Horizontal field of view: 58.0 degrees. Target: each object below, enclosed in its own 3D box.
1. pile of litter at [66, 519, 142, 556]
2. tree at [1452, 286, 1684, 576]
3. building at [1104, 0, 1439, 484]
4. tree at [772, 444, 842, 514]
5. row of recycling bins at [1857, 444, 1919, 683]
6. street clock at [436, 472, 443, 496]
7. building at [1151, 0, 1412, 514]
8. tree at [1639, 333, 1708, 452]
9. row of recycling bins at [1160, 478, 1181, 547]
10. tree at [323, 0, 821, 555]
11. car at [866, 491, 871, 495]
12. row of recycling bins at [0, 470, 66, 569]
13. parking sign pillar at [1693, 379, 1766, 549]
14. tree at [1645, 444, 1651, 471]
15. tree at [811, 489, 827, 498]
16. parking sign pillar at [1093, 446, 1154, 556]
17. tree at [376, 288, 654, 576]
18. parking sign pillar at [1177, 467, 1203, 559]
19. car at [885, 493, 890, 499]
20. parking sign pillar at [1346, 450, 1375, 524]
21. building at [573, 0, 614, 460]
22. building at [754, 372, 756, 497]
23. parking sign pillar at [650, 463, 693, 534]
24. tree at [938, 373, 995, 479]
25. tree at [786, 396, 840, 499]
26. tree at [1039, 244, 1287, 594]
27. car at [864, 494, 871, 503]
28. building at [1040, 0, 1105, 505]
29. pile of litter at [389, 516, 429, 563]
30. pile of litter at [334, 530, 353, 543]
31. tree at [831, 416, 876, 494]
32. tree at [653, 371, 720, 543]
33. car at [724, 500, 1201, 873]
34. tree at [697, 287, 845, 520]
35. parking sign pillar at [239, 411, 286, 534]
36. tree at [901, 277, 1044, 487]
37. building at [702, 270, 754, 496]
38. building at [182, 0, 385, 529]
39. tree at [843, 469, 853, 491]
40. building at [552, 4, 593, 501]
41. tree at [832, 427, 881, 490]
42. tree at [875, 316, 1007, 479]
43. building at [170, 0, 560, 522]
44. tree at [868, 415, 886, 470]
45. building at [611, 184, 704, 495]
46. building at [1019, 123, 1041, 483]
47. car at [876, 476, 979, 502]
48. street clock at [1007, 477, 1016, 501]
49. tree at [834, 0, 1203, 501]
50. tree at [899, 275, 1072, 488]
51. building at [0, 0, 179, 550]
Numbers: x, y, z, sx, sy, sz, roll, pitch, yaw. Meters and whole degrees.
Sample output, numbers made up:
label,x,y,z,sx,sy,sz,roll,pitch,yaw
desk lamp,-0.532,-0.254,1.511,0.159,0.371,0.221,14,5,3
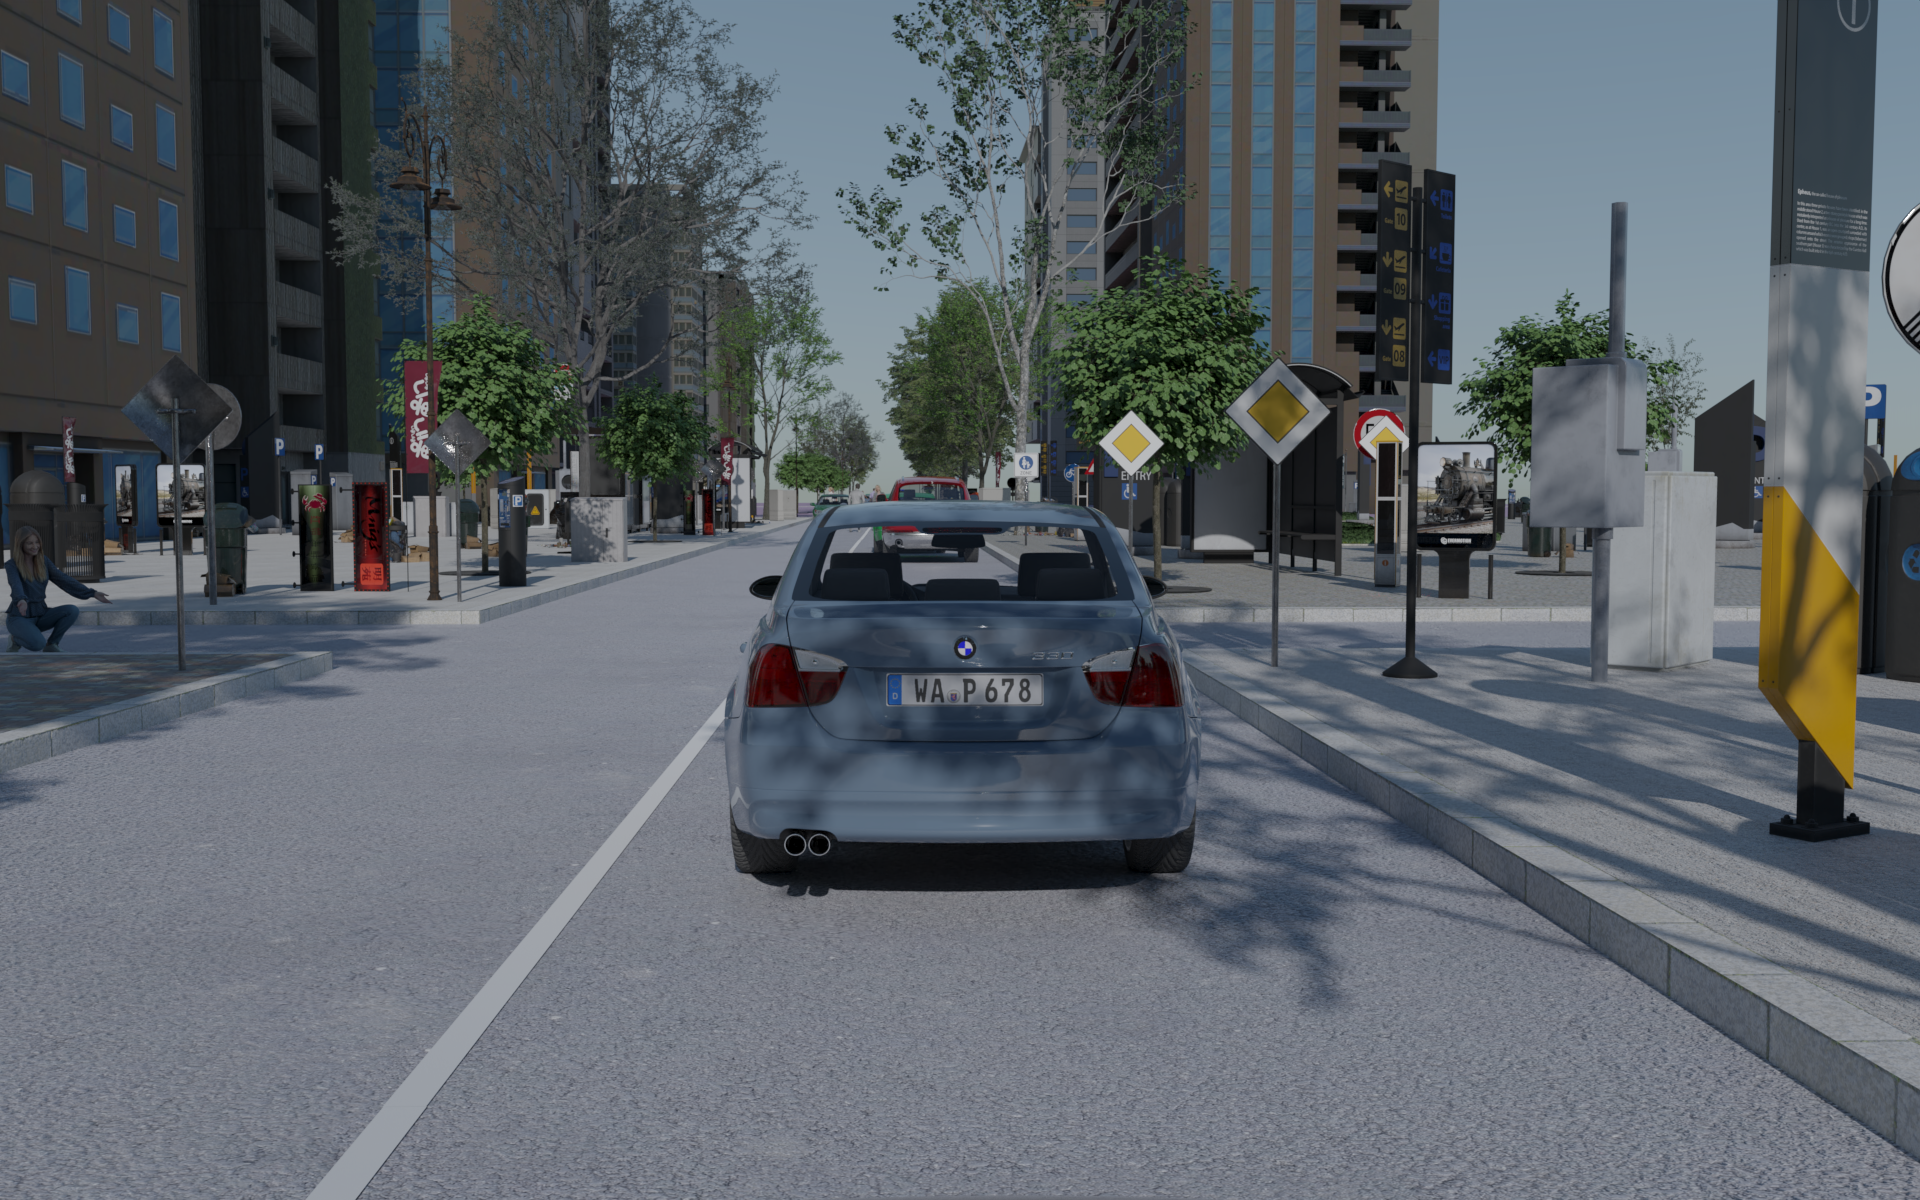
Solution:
label,x,y,z,sx,sy,sz,roll,pitch,yaw
pile of litter,-18.034,-1.360,36.197,1.719,0.858,1.176,-1,4,-17
tree,9.608,-2.688,27.660,4.285,4.588,4.351,0,3,0
building,22.833,-31.092,132.058,21.300,48.544,21.600,0,4,-2
tree,-10.674,-7.976,114.126,4.285,4.588,4.351,0,3,0
row of recycling bins,6.954,-0.267,11.473,1.069,1.692,3.534,-1,4,-23
street clock,-16.797,-3.121,55.591,0.471,2.002,0.358,3,4,36
building,20.571,-28.384,114.196,14.600,45.320,14.200,0,4,-2
tree,31.959,-7.848,78.675,4.360,8.622,3.978,0,3,0
row of recycling bins,5.737,-2.136,42.030,1.069,1.692,3.534,-2,4,-26
tree,-8.024,-7.727,36.710,12.009,13.543,11.850,0,3,0
car,-11.340,-12.883,219.438,1.959,1.807,4.718,0,4,-3
row of recycling bins,-17.185,-1.365,29.437,3.534,1.692,1.069,-2,4,-28
parking sign pillar,18.224,-3.231,41.295,1.447,3.967,1.447,3,4,39
tree,21.840,-3.740,55.747,1.663,3.219,1.824,0,3,0
tree,-11.411,-8.993,141.633,1.663,3.219,1.824,0,3,0
parking sign pillar,3.495,-2.940,36.543,1.447,3.967,1.447,-1,4,-17
tree,-7.712,-2.689,27.686,4.285,4.588,4.351,0,3,0
parking sign pillar,5.071,-2.815,34.504,1.447,3.967,1.447,0,4,3
car,-1.294,-2.125,43.545,1.959,1.807,4.718,0,4,-3
parking sign pillar,17.199,-5.220,73.819,1.447,3.967,1.447,1,4,8
building,-35.381,-42.394,131.392,20.563,71.187,20.611,0,4,-2
building,-35.768,-28.520,238.001,14.160,30.474,14.107,0,4,-2
parking sign pillar,-9.436,-4.173,56.703,1.447,3.967,1.447,-2,4,-27
tree,0.233,-9.091,98.994,4.737,8.622,4.395,0,3,0
tree,-10.721,-10.885,128.330,4.360,8.622,3.978,0,3,0
tree,2.697,-2.398,22.925,4.285,4.588,4.351,0,3,0
car,-9.788,-10.920,190.538,2.014,1.417,4.499,0,4,-2
building,20.437,-41.032,212.869,21.231,58.520,28.212,0,4,-2
pile of litter,-10.524,-1.172,33.129,1.176,0.858,1.719,1,4,14
pile of litter,-16.061,-1.975,46.249,1.176,0.858,1.719,2,4,30
tree,-15.502,-20.316,250.287,7.486,12.596,7.792,0,3,0
tree,-8.093,-3.814,46.077,4.285,4.588,4.351,0,3,0
car,-0.002,0.254,7.843,2.014,1.417,4.499,0,4,0
tree,-9.518,-9.779,85.644,9.928,11.665,9.643,0,3,0
parking sign pillar,-22.638,-4.133,56.041,1.447,3.967,1.447,2,4,26
tree,0.656,-10.574,91.008,7.486,12.596,7.792,0,3,0
building,-34.808,-27.660,223.946,14.160,30.474,14.107,0,4,-2
building,-30.366,-17.829,63.204,14.160,30.474,14.107,0,4,-2
tree,-10.100,-8.435,121.618,4.285,4.588,4.351,0,3,0
building,-38.469,-31.717,107.820,28.713,52.752,27.495,0,4,-2
tree,-14.666,-18.417,235.527,8.767,10.594,7.601,1,4,9
tree,-0.876,-12.699,114.287,9.857,13.997,8.962,0,3,0
building,-28.247,-26.596,84.954,14.600,45.320,14.200,0,4,-2
tree,-13.869,-17.927,203.473,12.009,13.543,11.850,0,3,0
building,-43.323,-31.342,204.314,32.217,40.220,23.993,0,4,-2
building,23.312,-39.924,241.997,28.713,52.752,27.495,0,4,-2
car,-0.684,-1.778,37.742,2.281,1.827,5.304,0,4,-3
street clock,2.297,-4.327,75.311,0.471,2.002,0.358,2,4,29
tree,2.111,-12.357,57.924,12.611,20.169,13.585,0,3,0
tree,1.187,-9.498,81.052,9.928,11.665,9.643,0,3,0
building,-28.265,-23.889,40.700,14.600,45.320,14.200,0,4,-2
